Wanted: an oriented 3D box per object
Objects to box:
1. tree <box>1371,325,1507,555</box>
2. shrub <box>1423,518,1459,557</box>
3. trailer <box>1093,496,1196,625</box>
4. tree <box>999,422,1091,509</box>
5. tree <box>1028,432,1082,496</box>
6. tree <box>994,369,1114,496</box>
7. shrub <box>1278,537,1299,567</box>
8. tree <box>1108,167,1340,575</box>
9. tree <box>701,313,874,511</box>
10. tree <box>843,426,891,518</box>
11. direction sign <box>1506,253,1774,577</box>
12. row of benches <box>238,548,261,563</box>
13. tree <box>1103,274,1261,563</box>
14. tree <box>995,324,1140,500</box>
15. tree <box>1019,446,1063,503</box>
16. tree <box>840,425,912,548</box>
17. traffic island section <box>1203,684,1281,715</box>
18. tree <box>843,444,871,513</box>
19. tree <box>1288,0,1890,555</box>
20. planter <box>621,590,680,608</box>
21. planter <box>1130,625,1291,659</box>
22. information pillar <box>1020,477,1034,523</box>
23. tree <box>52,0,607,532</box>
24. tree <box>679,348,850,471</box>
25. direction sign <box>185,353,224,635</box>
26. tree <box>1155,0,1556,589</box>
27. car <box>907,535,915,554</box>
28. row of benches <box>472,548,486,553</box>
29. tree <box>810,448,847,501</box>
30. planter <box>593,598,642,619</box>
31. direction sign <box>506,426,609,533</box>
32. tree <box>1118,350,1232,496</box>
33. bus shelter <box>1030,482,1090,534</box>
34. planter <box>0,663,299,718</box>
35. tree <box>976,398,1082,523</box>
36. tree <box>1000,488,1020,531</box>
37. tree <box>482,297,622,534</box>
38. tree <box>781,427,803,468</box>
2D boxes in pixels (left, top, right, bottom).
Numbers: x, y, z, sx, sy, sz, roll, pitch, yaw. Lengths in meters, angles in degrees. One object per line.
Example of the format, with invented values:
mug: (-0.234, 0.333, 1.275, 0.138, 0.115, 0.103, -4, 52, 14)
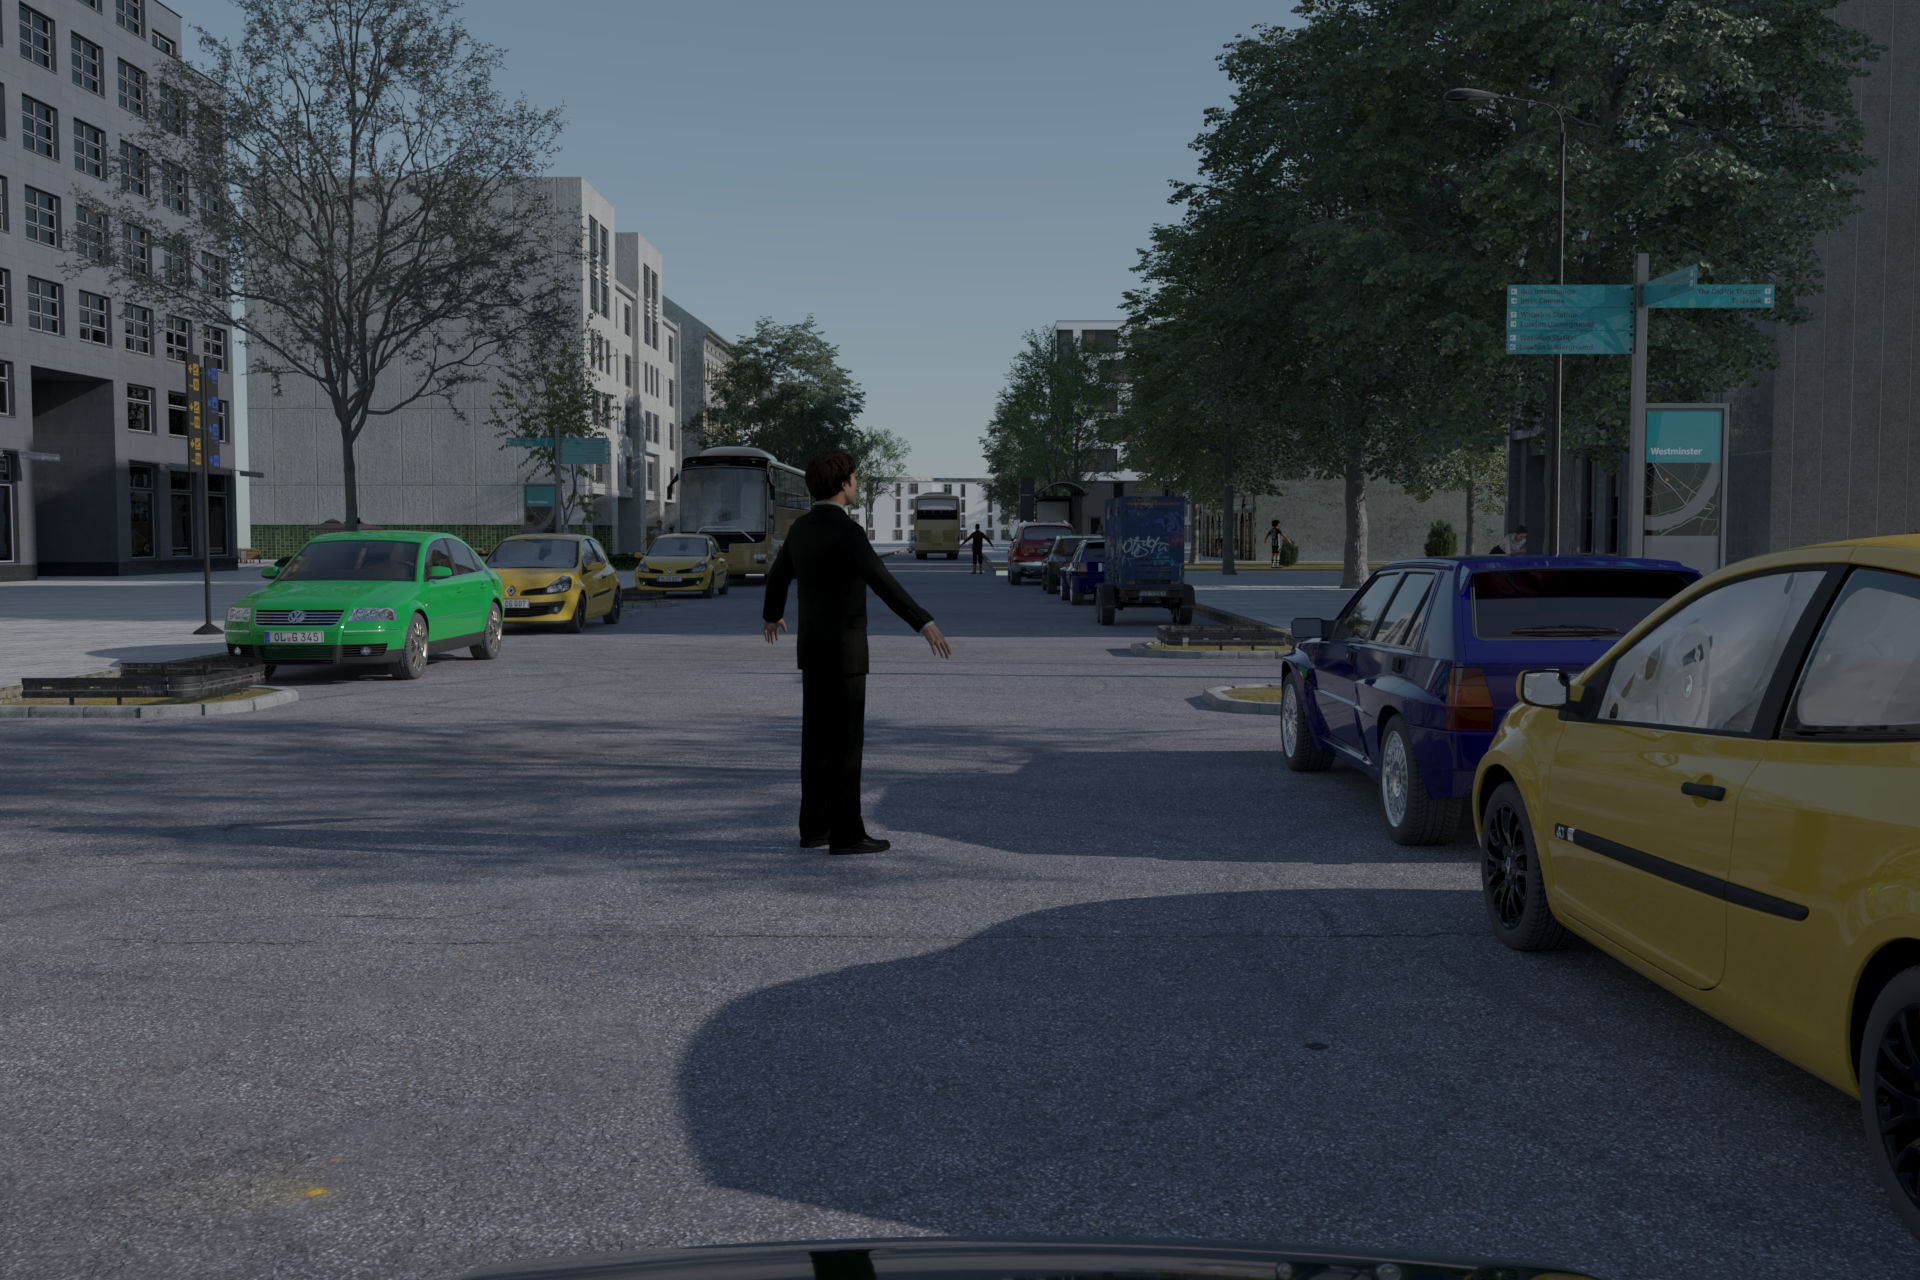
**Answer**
tree: (20.538, -9.338, 70.811, 7.486, 12.596, 7.792, 0, 3, 0)
shrub: (21.987, -4.571, 79.153, 1.690, 2.028, 1.600, 0, 3, 0)
trailer: (2.905, -1.295, 28.217, 1.471, 1.999, 3.904, 0, 4, -1)
tree: (6.731, -12.131, 132.760, 8.767, 10.594, 7.601, 3, 5, 45)
tree: (5.707, -10.238, 117.757, 4.360, 8.622, 3.978, 0, 3, 0)
tree: (5.786, -10.944, 104.684, 9.928, 11.665, 9.643, 0, 3, 0)
shrub: (12.806, -3.468, 67.819, 1.383, 1.207, 1.383, 0, 3, 0)
tree: (8.315, -8.306, 53.923, 7.486, 12.596, 7.792, 0, 3, 0)
tree: (-9.845, -11.767, 99.052, 9.857, 13.997, 8.962, 0, 3, 0)
tree: (-9.193, -12.611, 140.596, 7.601, 10.594, 8.767, -3, 5, -42)
direction sign: (6.484, -1.669, 16.053, 2.525, 3.948, 1.411, 0, 4, 1)
row of benches: (-32.395, -3.830, 78.082, 1.422, 0.672, 4.104, -3, 4, -37)
tree: (10.185, -9.647, 75.850, 7.486, 12.596, 7.792, 0, 3, 0)
tree: (5.638, -9.793, 85.869, 9.928, 11.665, 9.643, 0, 3, 0)
tree: (6.187, -11.732, 142.174, 4.360, 8.622, 3.978, 0, 3, 0)
tree: (-8.681, -14.601, 164.486, 9.928, 11.665, 9.643, 0, 3, 0)
traffic island section: (3.090, 0.506, 14.594, 1.991, 0.108, 1.994, 0, 4, 0)
tree: (-8.983, -10.896, 128.517, 4.737, 8.622, 4.395, 0, 3, 0)
tree: (9.366, -7.332, 26.528, 9.857, 13.997, 8.962, 0, 3, 0)
planter: (-6.645, -0.812, 34.410, 1.991, 0.319, 1.994, 0, 3, 0)
planter: (3.074, 0.019, 20.823, 1.991, 0.319, 1.994, 0, 4, 0)
information pillar: (3.037, -5.455, 78.569, 0.750, 3.857, 0.750, 0, 4, 0)
tree: (-12.276, -7.601, 34.648, 12.009, 13.543, 11.850, 0, 3, 0)
tree: (-9.637, -9.293, 86.352, 8.767, 10.594, 7.601, -1, 4, -13)
direction sign: (-9.639, -1.842, 22.115, 0.379, 3.537, 0.876, 0, 3, 0)
tree: (9.259, -8.170, 40.242, 9.857, 13.997, 8.962, 0, 3, 0)
car: (-2.931, -7.163, 129.111, 2.014, 1.417, 4.499, 0, 4, 0)
row of benches: (-21.889, -3.792, 77.458, 4.104, 0.672, 1.422, 0, 4, -1)
tree: (-10.040, -10.119, 115.812, 4.360, 8.622, 3.978, 0, 3, 0)
planter: (-6.644, -0.556, 30.236, 1.991, 0.319, 1.994, 0, 4, 1)
direction sign: (-9.907, -3.336, 43.312, 2.525, 3.948, 1.411, 0, 4, 0)
tree: (7.836, -6.887, 62.961, 4.737, 8.622, 4.395, 0, 3, 0)
bus shelter: (3.949, -4.625, 69.543, 2.014, 3.302, 5.546, 0, 4, -1)
planter: (-6.705, 0.408, 14.472, 1.991, 0.319, 1.994, 0, 4, 1)
tree: (6.090, -14.981, 151.596, 9.857, 13.997, 8.962, 0, 3, 0)
tree: (5.608, -13.247, 166.945, 4.737, 8.622, 4.395, 0, 3, 0)
tree: (-12.280, -6.294, 53.267, 4.737, 8.622, 4.395, 0, 3, 0)
tree: (-9.599, -9.664, 108.373, 4.737, 8.622, 4.395, 0, 3, 0)
